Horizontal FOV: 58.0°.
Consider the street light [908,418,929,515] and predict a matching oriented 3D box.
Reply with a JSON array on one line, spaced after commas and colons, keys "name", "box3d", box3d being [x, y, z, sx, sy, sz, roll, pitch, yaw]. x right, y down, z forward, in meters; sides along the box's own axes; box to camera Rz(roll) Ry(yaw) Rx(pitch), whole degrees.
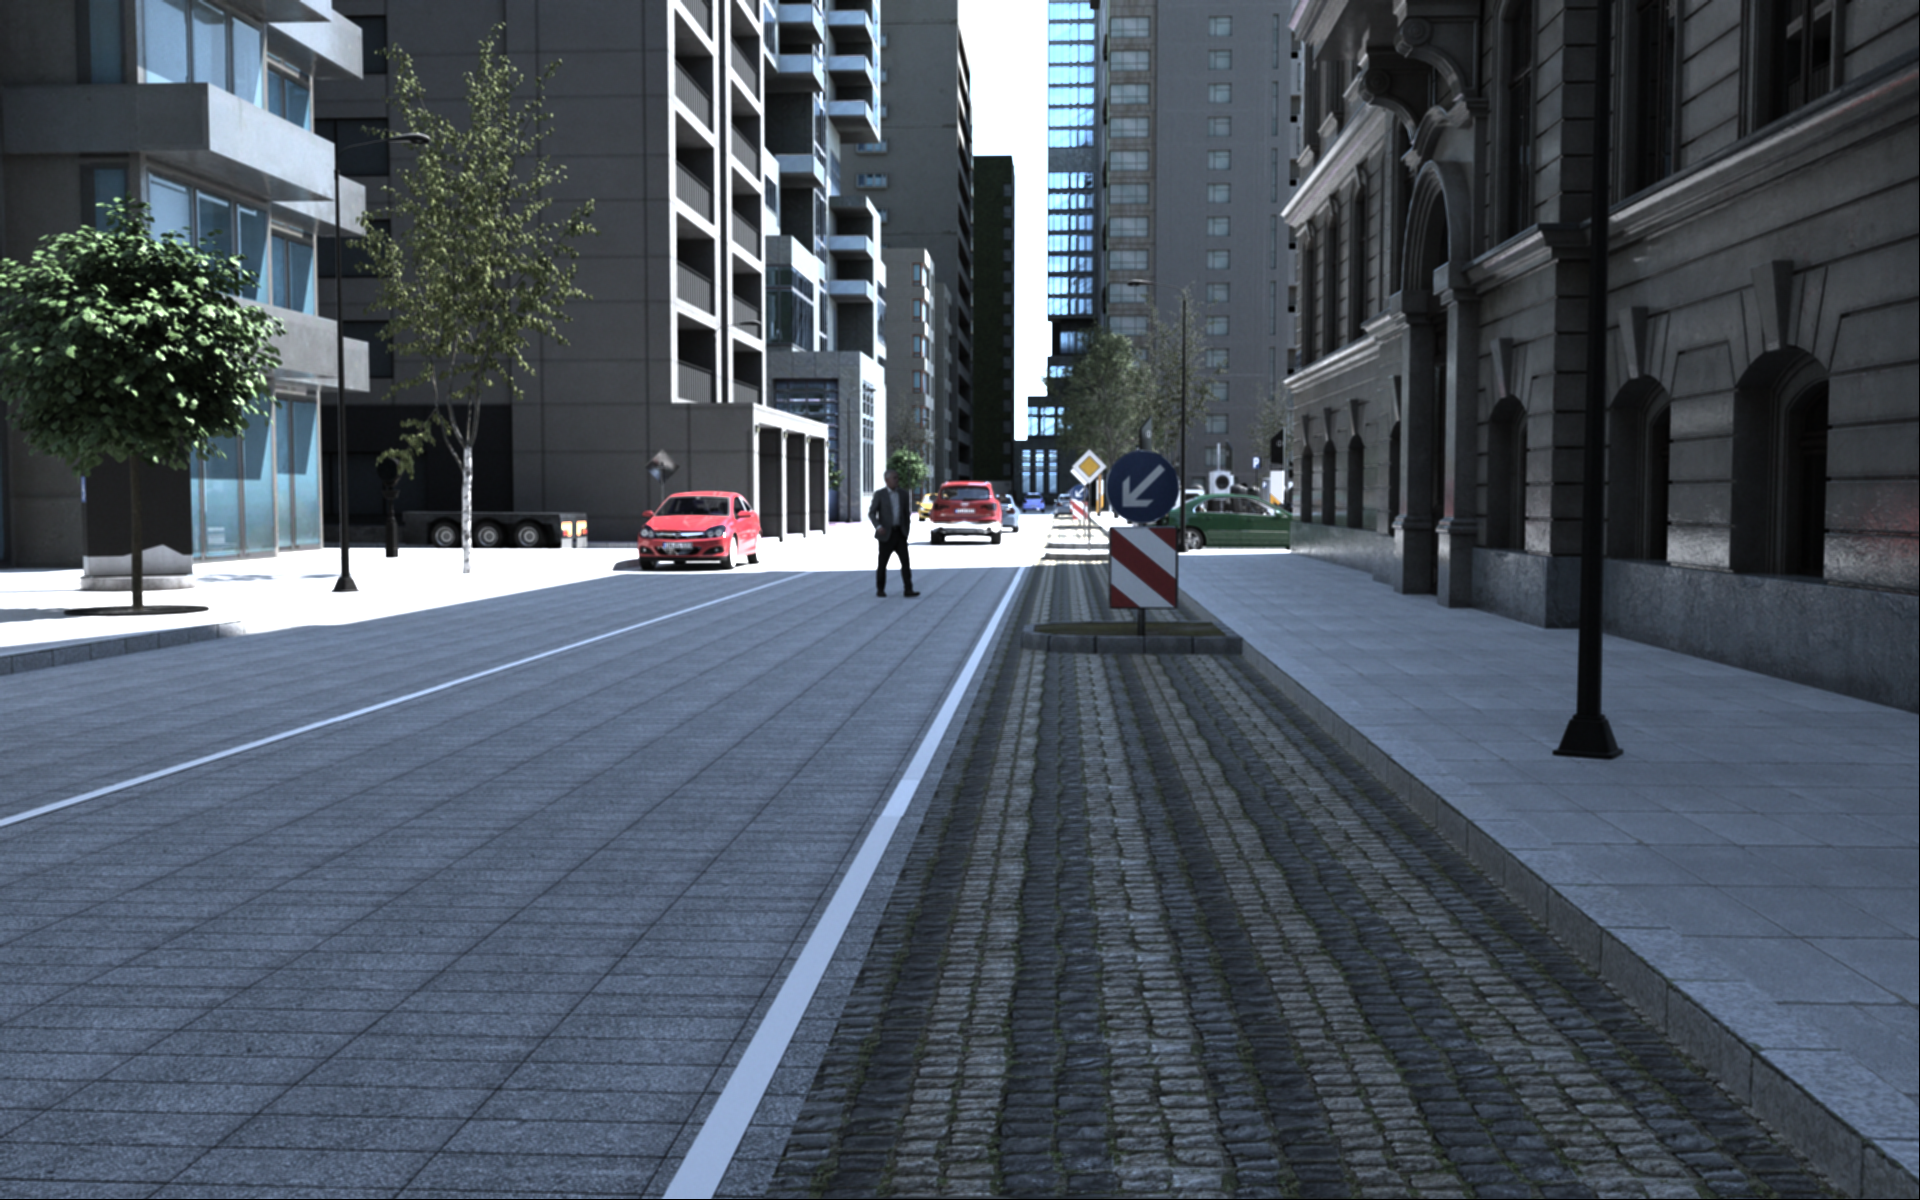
[{"name": "street light", "box3d": [-2.565, -8.153, 105.848, 1.470, 5.913, 1.316, 0, 4, 3]}]

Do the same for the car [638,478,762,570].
[{"name": "car", "box3d": [-5.084, -1.535, 34.137, 2.155, 1.783, 4.494, 0, 4, 3]}]

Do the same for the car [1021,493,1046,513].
[{"name": "car", "box3d": [5.707, -7.630, 134.335, 1.945, 1.707, 3.694, 0, 4, 2]}]

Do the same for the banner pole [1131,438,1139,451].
[{"name": "banner pole", "box3d": [7.905, -5.357, 77.598, 0.401, 3.779, 0.863, -3, 5, -43]}]

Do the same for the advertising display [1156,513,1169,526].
[{"name": "advertising display", "box3d": [4.212, -1.883, 35.999, 0.123, 1.923, 0.974, 1, 4, 15]}]

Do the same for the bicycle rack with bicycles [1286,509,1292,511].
[{"name": "bicycle rack with bicycles", "box3d": [8.108, -2.127, 48.164, 2.852, 0.926, 2.925, 0, 4, 4]}]

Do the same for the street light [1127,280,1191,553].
[{"name": "street light", "box3d": [4.328, -3.988, 37.742, 1.470, 5.913, 1.316, 0, 4, 3]}]

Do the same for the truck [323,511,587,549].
[{"name": "truck", "box3d": [-19.098, -3.329, 44.193, 18.799, 4.110, 2.967, 0, 4, 3]}]

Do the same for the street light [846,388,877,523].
[{"name": "street light", "box3d": [-4.351, -6.344, 76.260, 1.470, 5.913, 1.316, 0, 4, 3]}]

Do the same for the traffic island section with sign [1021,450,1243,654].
[{"name": "traffic island section with sign", "box3d": [1.581, -0.473, 16.356, 1.989, 1.847, 2.006, 0, 4, 3]}]

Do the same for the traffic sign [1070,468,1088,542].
[{"name": "traffic sign", "box3d": [3.324, -2.604, 46.218, 0.795, 2.450, 0.064, 0, 4, 3]}]

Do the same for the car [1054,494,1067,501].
[{"name": "car", "box3d": [8.014, -7.275, 129.170, 2.015, 1.641, 3.980, 0, 4, 2]}]

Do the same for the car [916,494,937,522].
[{"name": "car", "box3d": [-1.270, -4.941, 91.001, 2.015, 1.641, 3.980, 0, 4, 2]}]

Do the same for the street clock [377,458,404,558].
[{"name": "street clock", "box3d": [-11.472, -1.856, 34.923, 0.471, 2.002, 0.358, 1, 4, 13]}]

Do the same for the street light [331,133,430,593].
[{"name": "street light", "box3d": [-7.518, -3.056, 22.501, 1.470, 5.913, 1.316, 0, 4, 3]}]

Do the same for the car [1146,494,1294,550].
[{"name": "car", "box3d": [6.796, -1.827, 41.670, 4.920, 1.459, 2.131, 0, 4, 2]}]

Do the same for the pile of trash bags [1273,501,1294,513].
[{"name": "pile of trash bags", "box3d": [11.285, -2.692, 53.761, 3.447, 1.369, 1.912, 1, 4, 10]}]

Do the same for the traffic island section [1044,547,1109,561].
[{"name": "traffic island section", "box3d": [2.877, -0.981, 38.322, 2.009, 0.180, 2.903, 0, 4, 3]}]

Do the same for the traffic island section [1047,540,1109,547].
[{"name": "traffic island section", "box3d": [3.348, -1.469, 46.294, 2.009, 0.180, 2.903, 0, 4, 3]}]

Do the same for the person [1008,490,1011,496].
[{"name": "person", "box3d": [5.172, -10.421, 178.872, 0.705, 1.826, 1.348, 1, 4, 18]}]

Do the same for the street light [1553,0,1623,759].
[{"name": "street light", "box3d": [2.561, -2.194, 8.409, 1.470, 5.913, 1.316, 0, 4, 3]}]

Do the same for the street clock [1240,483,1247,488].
[{"name": "street clock", "box3d": [18.447, -6.620, 112.806, 0.471, 2.002, 0.358, -2, 4, -30]}]

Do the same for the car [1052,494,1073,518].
[{"name": "car", "box3d": [6.561, -5.652, 104.417, 2.014, 1.417, 4.499, 0, 4, 3]}]

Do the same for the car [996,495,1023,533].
[{"name": "car", "box3d": [1.367, -3.264, 65.364, 2.014, 1.417, 4.499, 0, 4, 3]}]

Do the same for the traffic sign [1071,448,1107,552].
[{"name": "traffic sign", "box3d": [2.853, -2.116, 38.246, 0.795, 2.450, 0.064, 0, 4, 3]}]

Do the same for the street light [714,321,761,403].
[{"name": "street light", "box3d": [-6.036, -4.530, 46.606, 1.470, 5.913, 1.316, 0, 4, 3]}]

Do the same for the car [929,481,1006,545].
[{"name": "car", "box3d": [0.210, -2.565, 50.609, 2.281, 1.827, 5.304, 0, 4, 2]}]

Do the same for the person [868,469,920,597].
[{"name": "person", "box3d": [-0.902, -0.925, 24.022, 0.661, 1.777, 0.834, -3, 4, -36]}]

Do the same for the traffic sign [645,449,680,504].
[{"name": "traffic sign", "box3d": [-6.673, -2.152, 38.827, 0.795, 2.450, 0.064, 0, 4, 3]}]

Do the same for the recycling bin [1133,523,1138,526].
[{"name": "recycling bin", "box3d": [5.784, -2.483, 53.155, 0.722, 1.027, 0.722, -3, 5, -40]}]

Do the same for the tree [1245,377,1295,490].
[{"name": "tree", "box3d": [19.690, -9.671, 108.488, 4.360, 8.622, 3.978, 0, 3, 0]}]

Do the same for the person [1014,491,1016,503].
[{"name": "person", "box3d": [6.354, -11.625, 198.510, 0.705, 1.831, 1.348, 0, 4, 2]}]

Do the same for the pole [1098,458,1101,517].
[{"name": "pole", "box3d": [7.866, -6.343, 97.557, 0.158, 3.312, 0.155, 0, 3, 0]}]
